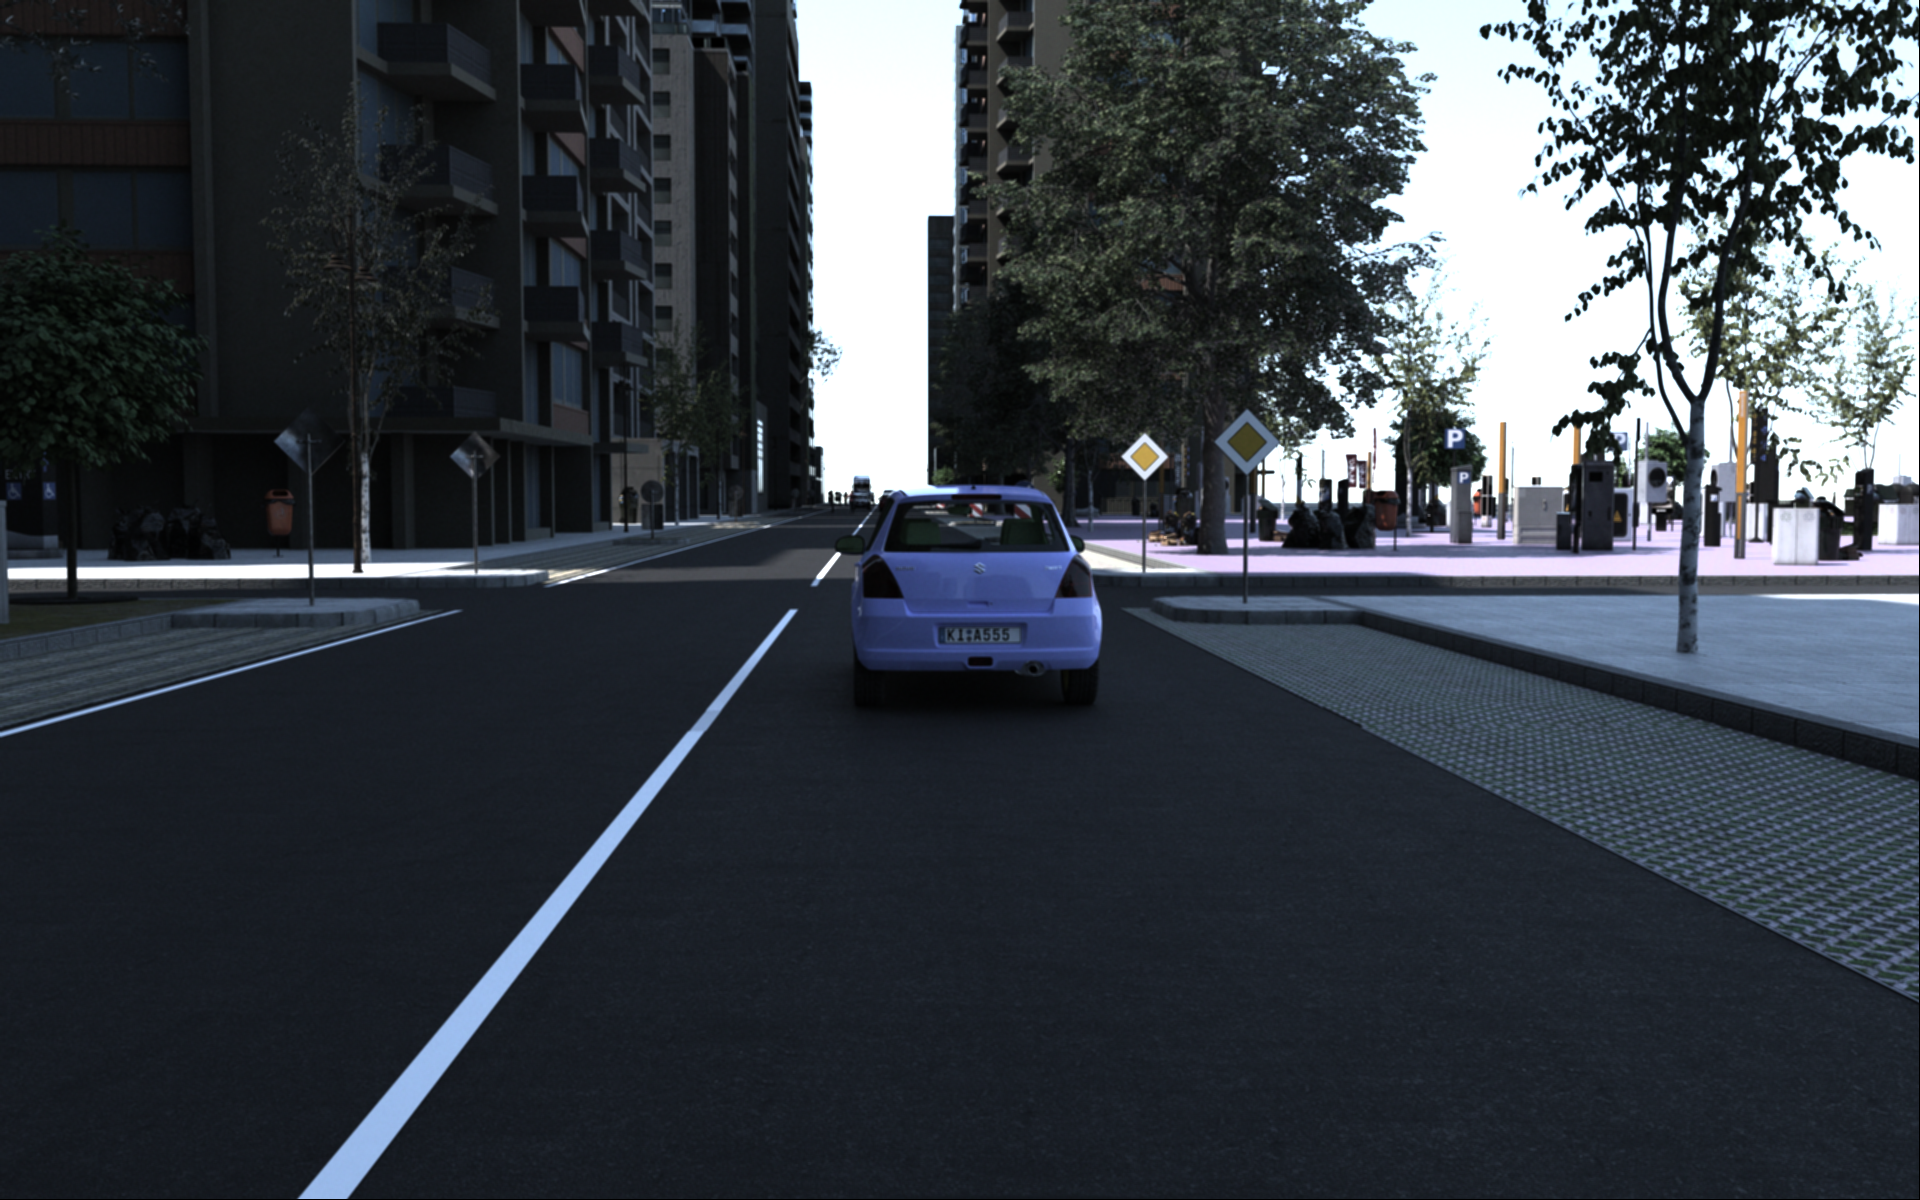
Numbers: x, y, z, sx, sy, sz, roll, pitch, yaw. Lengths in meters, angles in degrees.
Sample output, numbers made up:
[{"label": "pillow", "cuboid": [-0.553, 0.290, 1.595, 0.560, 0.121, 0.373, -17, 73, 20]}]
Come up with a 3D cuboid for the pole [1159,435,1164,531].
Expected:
[{"label": "pole", "cuboid": [6.927, -4.017, 59.528, 0.158, 3.312, 0.155, 0, 3, 0]}]

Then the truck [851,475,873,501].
[{"label": "truck", "cuboid": [-14.049, -15.734, 247.009, 2.967, 4.110, 18.799, 0, 4, -4]}]

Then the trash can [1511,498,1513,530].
[{"label": "trash can", "cuboid": [18.985, -2.867, 58.521, 0.748, 1.137, 0.748, 0, 3, 0]}]

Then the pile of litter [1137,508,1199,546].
[{"label": "pile of litter", "cuboid": [5.486, -1.800, 43.391, 1.719, 0.858, 1.176, -2, 4, -35]}]

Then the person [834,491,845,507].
[{"label": "person", "cuboid": [-13.603, -11.479, 196.258, 1.350, 1.814, 0.705, -3, 4, -36]}]

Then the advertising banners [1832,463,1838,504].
[{"label": "advertising banners", "cuboid": [47.244, -5.952, 93.505, 0.090, 3.025, 2.074, 1, 4, 21]}]

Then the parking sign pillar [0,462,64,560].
[{"label": "parking sign pillar", "cuboid": [-18.714, -2.814, 34.479, 1.447, 3.967, 1.447, 1, 4, 11]}]

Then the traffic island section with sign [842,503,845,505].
[{"label": "traffic island section with sign", "cuboid": [-16.710, -13.930, 236.386, 1.989, 1.847, 2.006, 0, 4, -2]}]

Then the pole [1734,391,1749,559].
[{"label": "pole", "cuboid": [15.468, -2.472, 34.268, 0.158, 3.312, 0.155, 0, 3, 0]}]

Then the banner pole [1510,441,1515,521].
[{"label": "banner pole", "cuboid": [26.130, -5.619, 81.883, 0.401, 3.779, 0.863, 2, 4, 27]}]

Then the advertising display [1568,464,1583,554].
[{"label": "advertising display", "cuboid": [13.407, -1.988, 37.711, 0.123, 1.923, 0.974, 1, 4, 12]}]

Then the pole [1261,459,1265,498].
[{"label": "pole", "cuboid": [17.143, -6.363, 97.884, 0.158, 3.312, 0.155, 0, 3, 0]}]

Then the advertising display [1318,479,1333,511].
[{"label": "advertising display", "cuboid": [15.389, -4.143, 72.945, 0.123, 1.923, 0.974, -1, 4, -17]}]

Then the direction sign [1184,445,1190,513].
[{"label": "direction sign", "cuboid": [10.488, -5.388, 80.090, 0.379, 3.537, 0.876, 0, 4, -8]}]

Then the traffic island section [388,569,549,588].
[{"label": "traffic island section", "cuboid": [-7.804, -0.342, 27.870, 2.009, 0.180, 2.903, 0, 4, -2]}]

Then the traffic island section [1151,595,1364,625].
[{"label": "traffic island section", "cuboid": [3.368, 0.118, 20.347, 2.009, 0.180, 2.903, 0, 4, -2]}]

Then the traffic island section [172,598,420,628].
[{"label": "traffic island section", "cuboid": [-7.464, 0.146, 19.892, 2.009, 0.180, 2.903, 0, 4, -2]}]

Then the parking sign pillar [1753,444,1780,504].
[{"label": "parking sign pillar", "cuboid": [43.556, -6.426, 93.541, 1.447, 3.967, 1.447, -2, 4, -26]}]

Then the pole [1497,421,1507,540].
[{"label": "pole", "cuboid": [15.242, -3.355, 48.690, 0.158, 3.312, 0.155, 0, 3, 0]}]

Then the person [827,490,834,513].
[{"label": "person", "cuboid": [-10.112, -7.687, 134.714, 0.750, 1.759, 0.617, 1, 4, 14]}]

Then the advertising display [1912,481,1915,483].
[{"label": "advertising display", "cuboid": [46.583, -4.912, 85.527, 0.123, 1.923, 0.974, -3, 5, -43]}]

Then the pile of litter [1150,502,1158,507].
[{"label": "pile of litter", "cuboid": [10.395, -4.906, 94.181, 1.719, 0.858, 1.176, 0, 4, -3]}]

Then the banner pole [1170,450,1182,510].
[{"label": "banner pole", "cuboid": [11.310, -6.182, 91.091, 0.863, 3.779, 0.401, -1, 4, -18]}]

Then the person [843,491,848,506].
[{"label": "person", "cuboid": [-14.089, -12.569, 214.020, 0.705, 1.822, 1.348, 1, 4, 18]}]

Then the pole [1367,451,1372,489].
[{"label": "pole", "cuboid": [19.530, -5.433, 82.676, 0.158, 3.312, 0.155, 0, 3, 0]}]

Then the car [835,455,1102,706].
[{"label": "car", "cuboid": [0.024, -0.212, 13.060, 1.945, 1.707, 3.694, 0, 4, -4]}]

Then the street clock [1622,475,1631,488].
[{"label": "street clock", "cuboid": [25.208, -3.729, 65.537, 0.358, 2.002, 0.471, 0, 4, 7]}]

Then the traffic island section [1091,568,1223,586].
[{"label": "traffic island section", "cuboid": [3.028, -0.370, 28.325, 2.009, 0.180, 2.903, 0, 4, -2]}]

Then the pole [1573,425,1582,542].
[{"label": "pole", "cuboid": [15.509, -3.041, 43.570, 0.158, 3.312, 0.155, 0, 3, 0]}]

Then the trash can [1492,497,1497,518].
[{"label": "trash can", "cuboid": [28.693, -5.020, 93.738, 0.748, 1.137, 0.748, 0, 3, 0]}]

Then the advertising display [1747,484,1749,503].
[{"label": "advertising display", "cuboid": [48.419, -6.137, 105.551, 0.974, 1.923, 0.123, 2, 4, 31]}]

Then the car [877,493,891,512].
[{"label": "car", "cuboid": [-5.758, -8.145, 142.210, 2.155, 1.783, 4.494, 0, 4, -2]}]

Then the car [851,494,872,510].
[{"label": "car", "cuboid": [-9.027, -9.052, 157.779, 2.009, 1.686, 4.222, 0, 4, -1]}]

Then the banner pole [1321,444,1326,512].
[{"label": "banner pole", "cuboid": [18.021, -5.869, 85.977, 0.401, 3.779, 0.863, 2, 4, 27]}]

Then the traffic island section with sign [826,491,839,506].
[{"label": "traffic island section with sign", "cuboid": [-15.529, -12.230, 208.587, 1.989, 1.847, 2.006, 0, 4, -2]}]

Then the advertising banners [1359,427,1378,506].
[{"label": "advertising banners", "cuboid": [10.898, -3.051, 46.077, 0.090, 3.025, 2.074, 0, 4, 6]}]

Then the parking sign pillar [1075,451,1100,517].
[{"label": "parking sign pillar", "cuboid": [7.079, -6.611, 96.569, 1.447, 3.967, 1.447, -1, 4, -9]}]

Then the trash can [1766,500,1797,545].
[{"label": "trash can", "cuboid": [20.699, -1.959, 43.687, 0.748, 1.137, 0.748, 0, 3, 0]}]

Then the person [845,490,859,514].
[{"label": "person", "cuboid": [-7.956, -7.174, 126.515, 1.217, 1.743, 0.721, -1, 4, -22]}]

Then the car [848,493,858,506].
[{"label": "car", "cuboid": [-11.583, -11.261, 193.713, 1.945, 1.707, 3.694, 0, 4, -1]}]

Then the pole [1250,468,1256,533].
[{"label": "pole", "cuboid": [9.722, -3.888, 57.407, 0.158, 3.312, 0.155, 0, 3, 0]}]

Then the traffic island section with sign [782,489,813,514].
[{"label": "traffic island section with sign", "cuboid": [-12.087, -7.291, 127.839, 1.989, 1.847, 2.006, 0, 4, -2]}]

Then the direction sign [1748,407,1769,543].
[{"label": "direction sign", "cuboid": [21.086, -3.288, 45.760, 0.379, 3.537, 0.876, 0, 4, -2]}]

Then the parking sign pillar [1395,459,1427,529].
[{"label": "parking sign pillar", "cuboid": [16.721, -4.668, 64.798, 1.447, 3.967, 1.447, -1, 4, -8]}]

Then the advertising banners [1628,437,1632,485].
[{"label": "advertising banners", "cuboid": [20.049, -3.426, 52.207, 0.090, 3.025, 2.074, 2, 4, 30]}]

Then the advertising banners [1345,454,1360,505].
[{"label": "advertising banners", "cuboid": [17.713, -4.821, 75.009, 2.074, 3.025, 0.090, 1, 4, 9]}]

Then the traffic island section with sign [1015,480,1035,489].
[{"label": "traffic island section with sign", "cuboid": [1.728, -2.603, 51.191, 1.989, 1.847, 2.006, 0, 4, -2]}]

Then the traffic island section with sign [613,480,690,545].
[{"label": "traffic island section with sign", "cuboid": [-8.729, -2.480, 49.179, 1.989, 1.847, 2.006, 0, 4, -2]}]

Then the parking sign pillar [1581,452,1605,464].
[{"label": "parking sign pillar", "cuboid": [31.048, -5.914, 85.161, 1.447, 3.967, 1.447, 3, 4, 38]}]

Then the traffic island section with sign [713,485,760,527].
[{"label": "traffic island section with sign", "cuboid": [-9.909, -4.175, 76.883, 1.989, 1.847, 2.006, 0, 4, -2]}]

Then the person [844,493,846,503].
[{"label": "person", "cuboid": [-16.528, -14.845, 251.078, 0.599, 1.838, 0.709, -2, 4, -24]}]

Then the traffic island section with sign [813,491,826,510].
[{"label": "traffic island section with sign", "cuboid": [-13.237, -8.938, 154.770, 1.989, 1.847, 2.006, 0, 4, -2]}]

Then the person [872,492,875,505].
[{"label": "person", "cuboid": [-11.257, -13.076, 223.017, 0.721, 1.743, 1.217, -1, 4, -10]}]
